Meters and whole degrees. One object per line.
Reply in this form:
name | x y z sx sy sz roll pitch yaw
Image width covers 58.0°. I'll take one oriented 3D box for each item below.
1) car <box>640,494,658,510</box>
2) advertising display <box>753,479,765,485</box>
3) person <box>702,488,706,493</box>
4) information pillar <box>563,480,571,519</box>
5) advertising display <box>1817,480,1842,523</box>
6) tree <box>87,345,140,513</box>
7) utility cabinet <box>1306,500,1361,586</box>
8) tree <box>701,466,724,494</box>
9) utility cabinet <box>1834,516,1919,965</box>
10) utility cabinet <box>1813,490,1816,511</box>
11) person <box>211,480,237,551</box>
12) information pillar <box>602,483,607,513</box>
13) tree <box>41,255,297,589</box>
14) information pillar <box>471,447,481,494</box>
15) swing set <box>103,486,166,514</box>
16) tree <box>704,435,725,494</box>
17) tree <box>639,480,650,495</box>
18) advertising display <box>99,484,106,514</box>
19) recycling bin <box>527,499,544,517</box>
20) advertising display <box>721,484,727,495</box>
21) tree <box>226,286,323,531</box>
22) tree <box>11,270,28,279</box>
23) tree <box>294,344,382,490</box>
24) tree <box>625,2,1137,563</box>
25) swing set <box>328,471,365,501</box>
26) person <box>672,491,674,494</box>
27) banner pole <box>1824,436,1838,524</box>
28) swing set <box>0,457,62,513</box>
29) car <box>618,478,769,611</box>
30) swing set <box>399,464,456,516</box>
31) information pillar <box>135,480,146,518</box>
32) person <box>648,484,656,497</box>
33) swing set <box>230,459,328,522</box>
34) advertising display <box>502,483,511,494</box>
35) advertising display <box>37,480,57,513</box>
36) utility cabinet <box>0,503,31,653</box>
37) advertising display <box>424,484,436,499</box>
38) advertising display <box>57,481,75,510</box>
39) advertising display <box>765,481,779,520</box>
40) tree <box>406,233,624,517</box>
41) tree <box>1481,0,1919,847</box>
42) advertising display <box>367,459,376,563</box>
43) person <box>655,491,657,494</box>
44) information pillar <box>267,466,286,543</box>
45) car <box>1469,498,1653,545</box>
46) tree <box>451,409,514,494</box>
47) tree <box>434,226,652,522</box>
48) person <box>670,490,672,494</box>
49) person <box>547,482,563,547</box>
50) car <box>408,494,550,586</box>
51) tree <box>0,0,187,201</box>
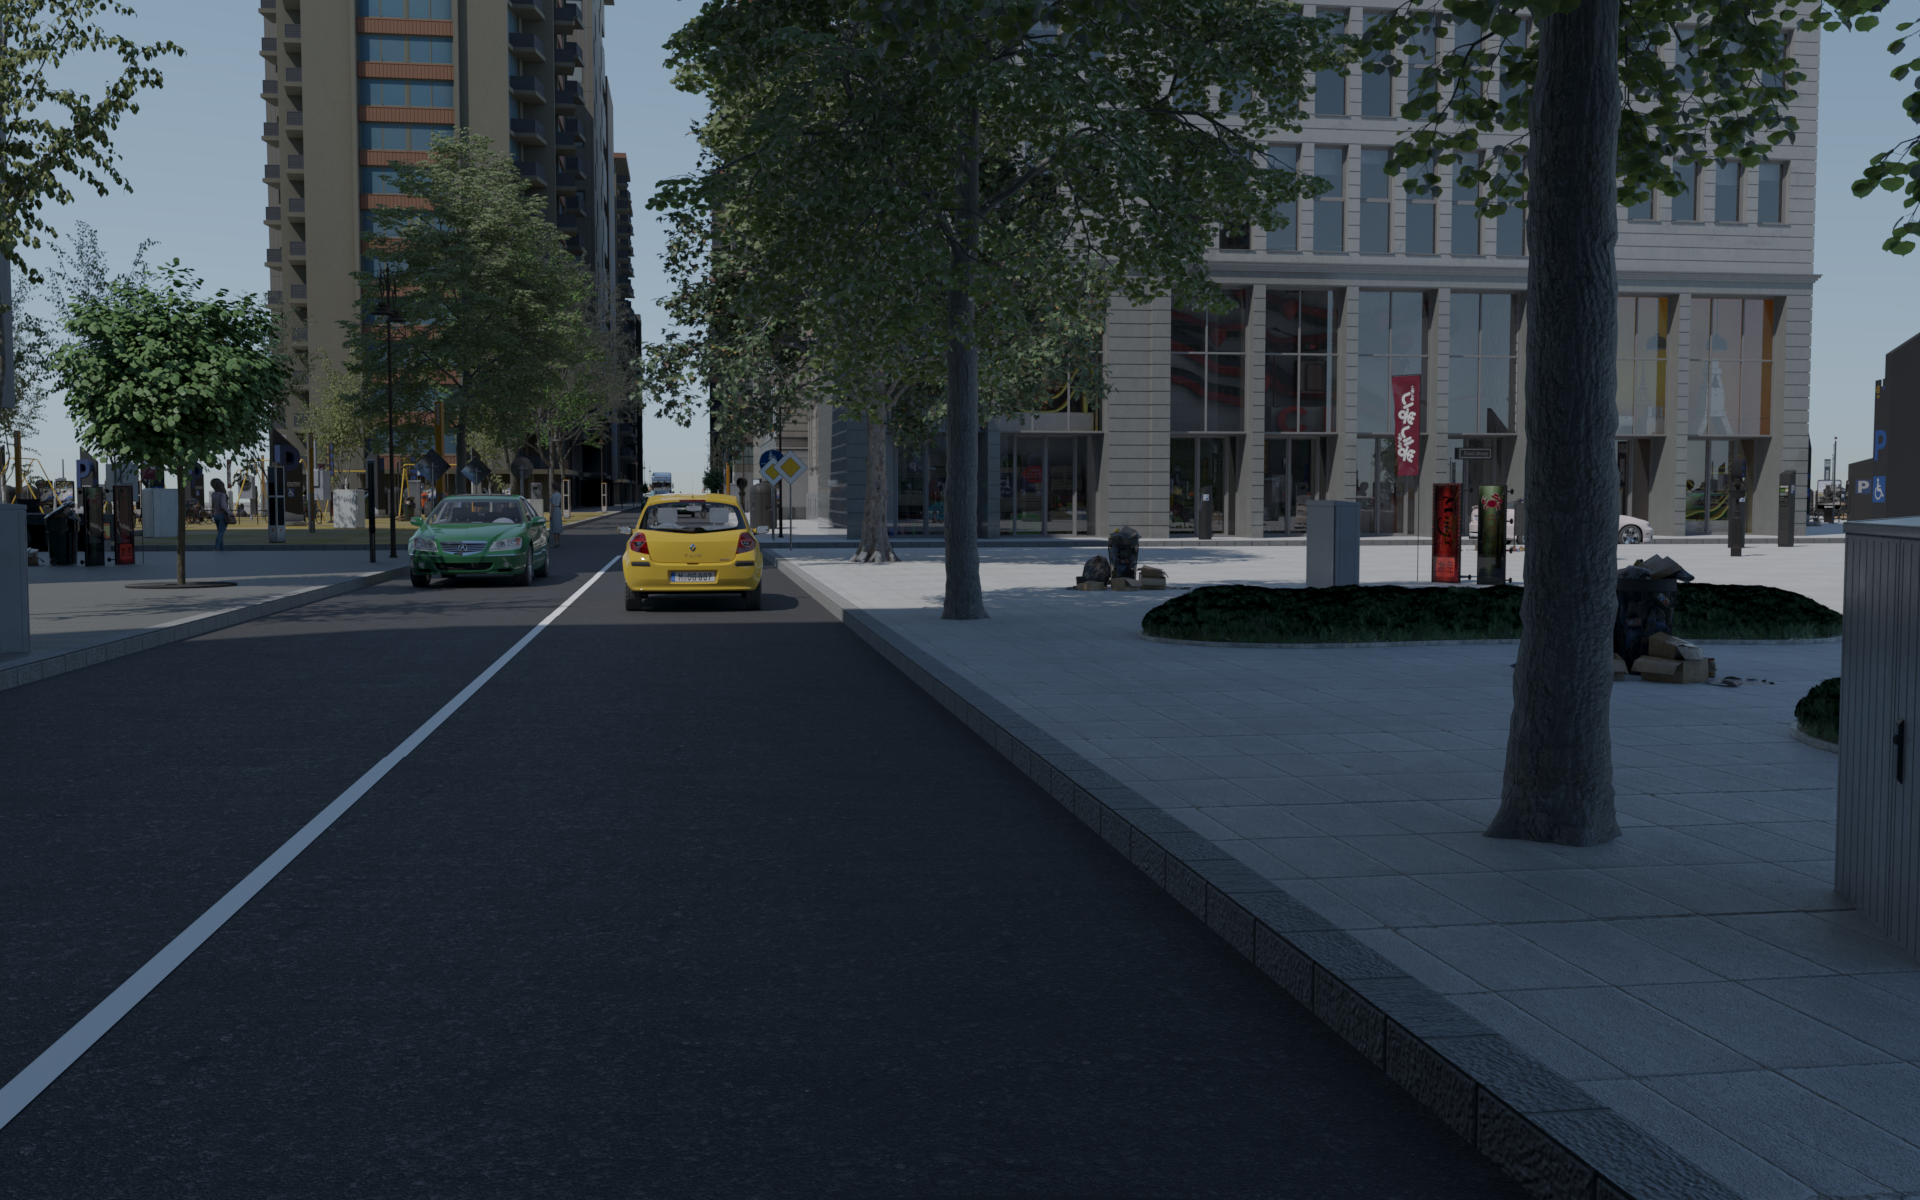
car | -28.667 -9.117 160.852 2.131 1.459 4.920 -1 4 -9
advertising display | -8.433 -4.093 72.129 0.123 1.923 0.974 -1 4 -23
person | -14.974 -5.632 100.770 0.473 1.802 0.592 2 4 34
information pillar | -20.386 -5.218 89.802 0.304 2.012 0.304 0 4 3
advertising display | 38.821 -4.414 77.376 0.974 1.923 0.123 2 4 34
tree | -38.705 -7.898 79.498 4.360 8.622 3.978 0 3 0
utility cabinet | 3.970 -0.445 18.438 0.306 1.237 1.020 0 4 -5
tree | -29.035 -13.514 204.675 4.285 4.588 4.351 0 3 0
utility cabinet | 2.843 0.373 5.065 0.306 1.237 1.020 1 4 14
utility cabinet | 52.516 -5.910 105.305 0.318 1.500 1.173 -3 5 -39
person | -16.936 -1.868 39.636 0.593 1.750 0.643 2 4 29
information pillar | -23.757 -6.804 115.732 0.304 2.012 0.304 0 4 0
tree | -10.858 -2.457 23.887 4.285 4.588 4.351 0 3 0
information pillar | -24.154 -5.816 86.443 0.504 3.616 0.183 -3 5 -42
swing set | -48.824 -6.431 102.770 2.862 2.851 3.119 1 4 22
tree | -29.642 -16.083 213.317 4.360 8.622 3.978 0 3 0
tree | -44.623 -15.375 245.980 1.663 3.219 1.824 0 3 0
advertising display | -55.722 -6.553 112.352 0.123 1.923 0.974 1 4 9
recycling bin | -20.887 -4.443 85.193 0.722 1.027 0.722 -1 4 -20
advertising display | -16.160 -6.995 119.585 0.123 1.923 0.974 -1 4 -21
tree | -24.444 -6.738 60.534 4.360 8.622 3.978 0 3 0
tree | -28.128 -6.060 49.441 4.360 8.622 3.978 0 3 0
tree | -29.571 -8.138 83.424 4.737 8.622 4.395 0 3 0
tree | -1.496 -7.071 32.612 9.611 12.733 9.660 0 3 0
swing set | -40.488 -7.254 116.226 3.119 2.851 2.862 0 4 7
person | -30.097 -10.623 182.634 0.568 1.767 0.683 1 4 17
banner pole | 38.084 -5.228 75.493 0.401 3.779 0.863 1 4 19
swing set | -40.367 -4.712 74.668 2.862 2.851 3.119 -1 4 -10
car | -3.496 -0.766 22.749 2.015 1.641 3.980 -1 4 -8
swing set | -27.704 -5.687 90.606 3.119 2.851 2.862 0 4 -4
information pillar | -43.604 -5.350 91.959 0.304 2.012 0.304 -1 4 -12
person | -12.174 -3.704 69.086 0.620 1.820 0.660 0 4 -7
swing set | -31.084 -4.957 78.666 3.119 2.851 2.862 1 4 20
advertising display | -27.249 -6.074 104.528 0.974 1.923 0.123 2 4 30
advertising display | -42.700 -4.627 80.866 0.123 1.923 0.974 1 4 9
utility cabinet | -7.954 -0.198 14.406 0.306 1.237 1.020 -2 4 -34
advertising display | -35.393 -6.747 115.533 0.974 1.923 0.123 0 4 1
advertising display | -42.940 -4.767 83.147 0.974 1.923 0.123 1 4 13
advertising display | -9.279 -4.896 85.267 0.974 1.923 0.123 -3 4 -37
tree | -17.856 -8.736 68.594 9.928 11.665 9.643 0 3 0
tree | 2.178 -5.410 6.586 7.486 12.596 7.792 0 3 0
advertising display | -11.087 -1.678 32.648 0.123 1.923 0.974 -1 4 -19
person | -30.304 -9.972 172.479 0.756 1.711 0.436 2 4 25
information pillar | -17.950 -2.507 45.481 0.304 2.012 0.304 2 4 24
car | 15.952 -2.054 45.939 4.827 1.381 2.083 -1 4 -9
tree | -30.855 -9.952 113.081 4.737 8.622 4.395 0 3 0
tree | -18.981 -10.366 79.859 12.009 13.543 11.850 0 3 0
person | -24.405 -8.391 146.217 0.617 1.759 0.750 0 4 -6
person | -10.945 -2.294 46.573 0.524 1.755 0.480 1 4 12
car | -7.844 -1.024 28.538 2.131 1.459 4.920 0 4 -8
tree | -10.340 -4.129 17.875 4.737 8.622 4.395 0 3 0
